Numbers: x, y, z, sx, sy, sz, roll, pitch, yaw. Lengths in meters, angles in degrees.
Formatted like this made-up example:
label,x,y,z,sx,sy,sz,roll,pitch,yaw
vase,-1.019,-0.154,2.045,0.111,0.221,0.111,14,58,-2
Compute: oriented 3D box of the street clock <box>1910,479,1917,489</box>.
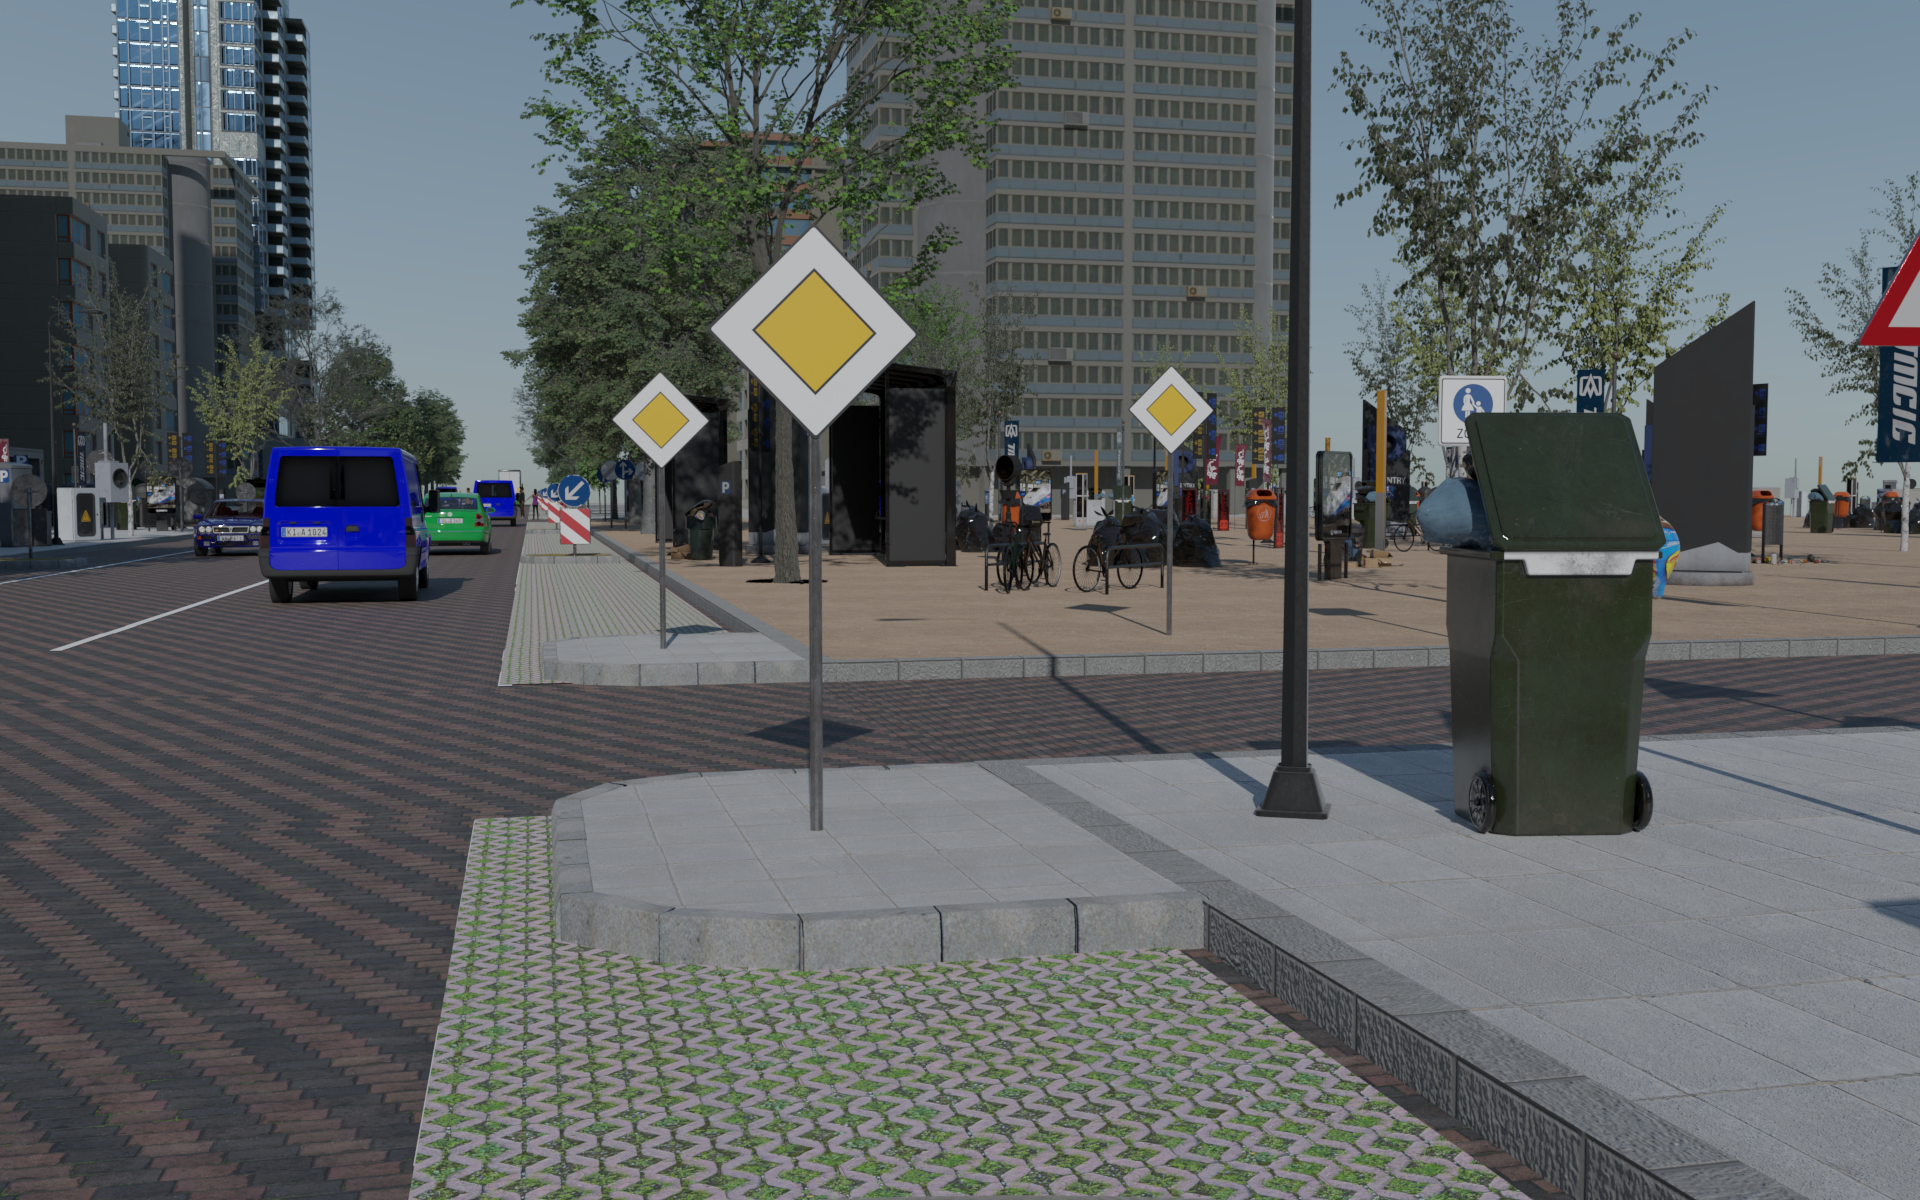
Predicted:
label,x,y,z,sx,sy,sz,roll,pitch,yaw
street clock,44.870,-4.724,81.811,0.471,2.002,0.358,0,3,0

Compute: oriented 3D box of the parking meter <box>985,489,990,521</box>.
label,x,y,z,sx,sy,sz,roll,pitch,yaw
parking meter,1.356,-4.498,81.946,0.372,1.533,0.369,0,3,0

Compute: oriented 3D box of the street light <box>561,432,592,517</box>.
label,x,y,z,sx,sy,sz,roll,pitch,yaw
street light,-21.638,-7.678,98.069,1.470,5.913,1.316,-1,4,-14

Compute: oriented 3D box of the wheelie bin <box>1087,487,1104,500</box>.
label,x,y,z,sx,sy,sz,roll,pitch,yaw
wheelie bin,6.435,-4.539,82.126,0.980,1.594,0.693,0,4,2

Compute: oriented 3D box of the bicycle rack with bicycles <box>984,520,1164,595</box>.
label,x,y,z,sx,sy,sz,roll,pitch,yaw
bicycle rack with bicycles,1.357,-0.601,23.201,2.852,0.926,2.925,2,4,31

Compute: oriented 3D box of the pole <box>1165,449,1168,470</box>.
label,x,y,z,sx,sy,sz,roll,pitch,yaw
pole,8.208,-4.562,68.437,0.158,3.312,0.155,0,3,0

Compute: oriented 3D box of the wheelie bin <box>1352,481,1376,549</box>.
label,x,y,z,sx,sy,sz,roll,pitch,yaw
wheelie bin,9.703,-2.015,40.852,0.693,1.594,0.980,-2,4,-28

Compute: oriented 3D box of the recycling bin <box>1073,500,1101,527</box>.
label,x,y,z,sx,sy,sz,roll,pitch,yaw
recycling bin,4.931,-3.397,68.087,0.722,1.027,0.722,-2,4,-28

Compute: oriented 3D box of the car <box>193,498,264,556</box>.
label,x,y,z,sx,sy,sz,roll,pitch,yaw
car,-17.126,-1.754,41.253,1.945,1.354,3.894,-1,4,-16

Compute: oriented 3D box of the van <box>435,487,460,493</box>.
label,x,y,z,sx,sy,sz,roll,pitch,yaw
van,-41.193,-8.240,139.116,2.240,2.365,5.245,-1,4,-13

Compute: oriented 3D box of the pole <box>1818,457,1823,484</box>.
label,x,y,z,sx,sy,sz,roll,pitch,yaw
pole,46.823,-6.144,94.304,0.158,3.312,0.155,0,3,0

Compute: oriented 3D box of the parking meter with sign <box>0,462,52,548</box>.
label,x,y,z,sx,sy,sz,roll,pitch,yaw
parking meter with sign,-22.756,-2.783,41.765,0.543,3.016,1.738,1,4,16

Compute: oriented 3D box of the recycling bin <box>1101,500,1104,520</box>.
label,x,y,z,sx,sy,sz,roll,pitch,yaw
recycling bin,5.792,-3.754,73.935,0.722,1.027,0.722,0,4,3

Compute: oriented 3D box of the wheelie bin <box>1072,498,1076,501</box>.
label,x,y,z,sx,sy,sz,roll,pitch,yaw
wheelie bin,6.291,-5.058,90.612,0.693,1.594,0.980,-1,4,-21

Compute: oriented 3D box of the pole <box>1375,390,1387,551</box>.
label,x,y,z,sx,sy,sz,roll,pitch,yaw
pole,8.298,-2.465,34.138,0.158,3.312,0.155,0,3,0

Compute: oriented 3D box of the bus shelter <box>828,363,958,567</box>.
label,x,y,z,sx,sy,sz,roll,pitch,yaw
bus shelter,-1.539,-2.581,33.478,1.731,3.624,6.357,-1,4,-14

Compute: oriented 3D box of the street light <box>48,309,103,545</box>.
label,x,y,z,sx,sy,sz,roll,pitch,yaw
street light,-22.187,-4.339,43.487,1.470,5.913,1.316,-1,4,-14

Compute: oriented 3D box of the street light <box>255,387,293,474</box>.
label,x,y,z,sx,sy,sz,roll,pitch,yaw
street light,-29.965,-6.286,75.313,1.470,5.913,1.316,-1,4,-14

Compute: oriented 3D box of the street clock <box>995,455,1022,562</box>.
label,x,y,z,sx,sy,sz,roll,pitch,yaw
street clock,0.899,-1.684,32.110,0.471,2.002,0.358,3,5,44

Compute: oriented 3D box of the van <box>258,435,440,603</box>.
label,x,y,z,sx,sy,sz,roll,pitch,yaw
van,-8.605,-1.236,24.593,2.240,2.365,5.245,-1,4,-15

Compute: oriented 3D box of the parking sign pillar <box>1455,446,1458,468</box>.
label,x,y,z,sx,sy,sz,roll,pitch,yaw
parking sign pillar,21.678,-5.222,73.844,1.447,3.967,1.447,-1,4,-9

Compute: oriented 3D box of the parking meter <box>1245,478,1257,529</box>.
label,x,y,z,sx,sy,sz,roll,pitch,yaw
parking meter,10.600,-3.508,63.072,0.399,1.863,0.255,-1,4,-21

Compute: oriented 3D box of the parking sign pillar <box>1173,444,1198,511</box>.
label,x,y,z,sx,sy,sz,roll,pitch,yaw
parking sign pillar,9.885,-5.404,76.831,1.447,3.967,1.447,-1,4,-9

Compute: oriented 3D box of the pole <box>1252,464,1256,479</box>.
label,x,y,z,sx,sy,sz,roll,pitch,yaw
pole,13.683,-5.309,80.638,0.158,3.312,0.155,0,3,0

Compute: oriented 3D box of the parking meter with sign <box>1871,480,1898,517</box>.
label,x,y,z,sx,sy,sz,roll,pitch,yaw
parking meter with sign,50.887,-6.025,94.770,1.738,3.016,0.543,3,4,38

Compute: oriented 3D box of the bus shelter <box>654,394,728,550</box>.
label,x,y,z,sx,sy,sz,roll,pitch,yaw
bus shelter,-6.800,-3.137,42.574,1.731,3.624,6.357,-1,4,-14

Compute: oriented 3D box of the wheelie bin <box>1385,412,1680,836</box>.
label,x,y,z,sx,sy,sz,roll,pitch,yaw
wheelie bin,2.234,0.073,6.712,0.980,1.594,0.693,0,4,-3

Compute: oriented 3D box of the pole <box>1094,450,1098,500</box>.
label,x,y,z,sx,sy,sz,roll,pitch,yaw
pole,6.374,-5.330,80.985,0.158,3.312,0.155,0,3,0

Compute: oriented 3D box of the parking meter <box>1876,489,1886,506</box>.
label,x,y,z,sx,sy,sz,roll,pitch,yaw
parking meter,42.634,-4.389,80.171,0.372,1.533,0.369,0,3,0

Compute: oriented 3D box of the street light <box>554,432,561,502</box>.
label,x,y,z,sx,sy,sz,roll,pitch,yaw
street light,-29.480,-9.623,129.880,1.470,5.913,1.316,-1,4,-14

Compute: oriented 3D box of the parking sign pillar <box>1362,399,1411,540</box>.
label,x,y,z,sx,sy,sz,roll,pitch,yaw
parking sign pillar,12.144,-3.725,49.371,1.447,3.967,1.447,-1,4,-10

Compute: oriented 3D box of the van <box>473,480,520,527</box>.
label,x,y,z,sx,sy,sz,roll,pitch,yaw
van,-20.813,-4.466,77.410,2.240,2.365,5.245,-1,4,-15

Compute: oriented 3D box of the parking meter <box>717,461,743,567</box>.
label,x,y,z,sx,sy,sz,roll,pitch,yaw
parking meter,-4.071,-1.525,30.638,0.399,1.863,0.255,2,4,33

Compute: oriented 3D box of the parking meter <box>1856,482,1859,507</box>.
label,x,y,z,sx,sy,sz,roll,pitch,yaw
parking meter,43.521,-4.809,84.344,0.399,1.863,0.255,-2,4,-35

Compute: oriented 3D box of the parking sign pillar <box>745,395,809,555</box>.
label,x,y,z,sx,sy,sz,roll,pitch,yaw
parking sign pillar,-3.900,-2.983,37.241,1.447,3.967,1.447,2,4,25

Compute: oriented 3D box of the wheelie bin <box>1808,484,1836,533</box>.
label,x,y,z,sx,sy,sz,roll,pitch,yaw
wheelie bin,28.151,-2.980,56.636,0.980,1.594,0.693,-3,5,-41

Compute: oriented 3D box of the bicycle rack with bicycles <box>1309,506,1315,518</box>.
label,x,y,z,sx,sy,sz,roll,pitch,yaw
bicycle rack with bicycles,19.616,-4.801,91.878,2.852,0.926,2.925,-3,5,-40

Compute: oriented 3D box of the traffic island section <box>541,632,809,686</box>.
label,x,y,z,sx,sy,sz,roll,pitch,yaw
traffic island section,-2.443,0.483,14.386,2.009,0.180,2.903,-1,4,-14

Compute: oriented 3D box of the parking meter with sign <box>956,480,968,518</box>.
label,x,y,z,sx,sy,sz,roll,pitch,yaw
parking meter with sign,-0.293,-5.863,92.123,0.543,3.016,1.738,3,5,43

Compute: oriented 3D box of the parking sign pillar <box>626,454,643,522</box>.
label,x,y,z,sx,sy,sz,roll,pitch,yaw
parking sign pillar,-14.844,-5.630,80.530,1.447,3.967,1.447,-2,4,-28

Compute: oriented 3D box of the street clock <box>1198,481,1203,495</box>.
label,x,y,z,sx,sy,sz,roll,pitch,yaw
street clock,13.224,-5.563,95.520,0.471,2.002,0.358,2,4,28

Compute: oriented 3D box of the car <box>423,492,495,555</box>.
label,x,y,z,sx,sy,sz,roll,pitch,yaw
car,-12.285,-2.030,41.992,1.959,1.807,4.718,-1,4,-14

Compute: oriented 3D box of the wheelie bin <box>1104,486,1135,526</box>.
label,x,y,z,sx,sy,sz,roll,pitch,yaw
wheelie bin,5.965,-3.436,64.085,0.980,1.594,0.693,0,4,-2

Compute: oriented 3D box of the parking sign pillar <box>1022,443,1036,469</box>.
label,x,y,z,sx,sy,sz,roll,pitch,yaw
parking sign pillar,3.614,-6.244,90.565,1.447,3.967,1.447,-1,4,-13

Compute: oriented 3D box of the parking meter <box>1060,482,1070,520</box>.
label,x,y,z,sx,sy,sz,roll,pitch,yaw
parking meter,5.141,-4.835,84.765,0.399,1.863,0.255,2,4,31

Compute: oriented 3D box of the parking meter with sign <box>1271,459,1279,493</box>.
label,x,y,z,sx,sy,sz,roll,pitch,yaw
parking meter with sign,15.818,-5.559,87.146,0.543,3.016,1.738,1,4,18

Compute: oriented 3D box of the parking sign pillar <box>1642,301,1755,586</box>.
label,x,y,z,sx,sy,sz,roll,pitch,yaw
parking sign pillar,10.589,-2.215,24.695,1.447,3.967,1.447,2,4,31

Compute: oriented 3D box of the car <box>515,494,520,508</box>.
label,x,y,z,sx,sy,sz,roll,pitch,yaw
car,-47.966,-10.803,185.426,1.959,1.807,4.718,-1,4,-13

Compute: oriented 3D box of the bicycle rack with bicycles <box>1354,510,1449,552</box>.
label,x,y,z,sx,sy,sz,roll,pitch,yaw
bicycle rack with bicycles,10.740,-1.513,38.112,2.925,0.926,2.852,-3,4,-38

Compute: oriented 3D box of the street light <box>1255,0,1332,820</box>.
label,x,y,z,sx,sy,sz,roll,pitch,yaw
street light,0.819,-2.088,6.680,1.470,5.913,1.316,-1,4,-14

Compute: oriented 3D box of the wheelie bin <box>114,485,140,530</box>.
label,x,y,z,sx,sy,sz,roll,pitch,yaw
wheelie bin,-29.764,-3.287,61.659,0.980,1.594,0.693,-3,5,-39

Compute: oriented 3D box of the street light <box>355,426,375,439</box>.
label,x,y,z,sx,sy,sz,roll,pitch,yaw
street light,-40.569,-8.900,118.063,1.470,5.913,1.316,-1,4,-14

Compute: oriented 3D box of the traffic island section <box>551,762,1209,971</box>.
label,x,y,z,sx,sy,sz,roll,pitch,yaw
traffic island section,-0.529,0.957,6.633,2.009,0.180,2.903,-1,4,-14

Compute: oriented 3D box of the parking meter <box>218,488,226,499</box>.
label,x,y,z,sx,sy,sz,roll,pitch,yaw
parking meter,-31.633,-4.026,74.229,0.372,1.533,0.369,0,3,0

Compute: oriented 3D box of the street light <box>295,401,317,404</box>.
label,x,y,z,sx,sy,sz,roll,pitch,yaw
street light,-32.716,-6.955,86.255,1.470,5.913,1.316,-1,4,-14

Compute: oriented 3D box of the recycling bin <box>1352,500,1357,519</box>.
label,x,y,z,sx,sy,sz,roll,pitch,yaw
recycling bin,16.310,-3.608,71.542,0.722,1.027,0.722,-1,4,-10

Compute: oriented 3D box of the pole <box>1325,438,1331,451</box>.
label,x,y,z,sx,sy,sz,roll,pitch,yaw
pole,13.268,-4.203,62.563,0.158,3.312,0.155,0,3,0

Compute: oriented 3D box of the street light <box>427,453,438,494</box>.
label,x,y,z,sx,sy,sz,roll,pitch,yaw
street light,-60.380,-13.798,198.143,1.470,5.913,1.316,-1,4,-14
